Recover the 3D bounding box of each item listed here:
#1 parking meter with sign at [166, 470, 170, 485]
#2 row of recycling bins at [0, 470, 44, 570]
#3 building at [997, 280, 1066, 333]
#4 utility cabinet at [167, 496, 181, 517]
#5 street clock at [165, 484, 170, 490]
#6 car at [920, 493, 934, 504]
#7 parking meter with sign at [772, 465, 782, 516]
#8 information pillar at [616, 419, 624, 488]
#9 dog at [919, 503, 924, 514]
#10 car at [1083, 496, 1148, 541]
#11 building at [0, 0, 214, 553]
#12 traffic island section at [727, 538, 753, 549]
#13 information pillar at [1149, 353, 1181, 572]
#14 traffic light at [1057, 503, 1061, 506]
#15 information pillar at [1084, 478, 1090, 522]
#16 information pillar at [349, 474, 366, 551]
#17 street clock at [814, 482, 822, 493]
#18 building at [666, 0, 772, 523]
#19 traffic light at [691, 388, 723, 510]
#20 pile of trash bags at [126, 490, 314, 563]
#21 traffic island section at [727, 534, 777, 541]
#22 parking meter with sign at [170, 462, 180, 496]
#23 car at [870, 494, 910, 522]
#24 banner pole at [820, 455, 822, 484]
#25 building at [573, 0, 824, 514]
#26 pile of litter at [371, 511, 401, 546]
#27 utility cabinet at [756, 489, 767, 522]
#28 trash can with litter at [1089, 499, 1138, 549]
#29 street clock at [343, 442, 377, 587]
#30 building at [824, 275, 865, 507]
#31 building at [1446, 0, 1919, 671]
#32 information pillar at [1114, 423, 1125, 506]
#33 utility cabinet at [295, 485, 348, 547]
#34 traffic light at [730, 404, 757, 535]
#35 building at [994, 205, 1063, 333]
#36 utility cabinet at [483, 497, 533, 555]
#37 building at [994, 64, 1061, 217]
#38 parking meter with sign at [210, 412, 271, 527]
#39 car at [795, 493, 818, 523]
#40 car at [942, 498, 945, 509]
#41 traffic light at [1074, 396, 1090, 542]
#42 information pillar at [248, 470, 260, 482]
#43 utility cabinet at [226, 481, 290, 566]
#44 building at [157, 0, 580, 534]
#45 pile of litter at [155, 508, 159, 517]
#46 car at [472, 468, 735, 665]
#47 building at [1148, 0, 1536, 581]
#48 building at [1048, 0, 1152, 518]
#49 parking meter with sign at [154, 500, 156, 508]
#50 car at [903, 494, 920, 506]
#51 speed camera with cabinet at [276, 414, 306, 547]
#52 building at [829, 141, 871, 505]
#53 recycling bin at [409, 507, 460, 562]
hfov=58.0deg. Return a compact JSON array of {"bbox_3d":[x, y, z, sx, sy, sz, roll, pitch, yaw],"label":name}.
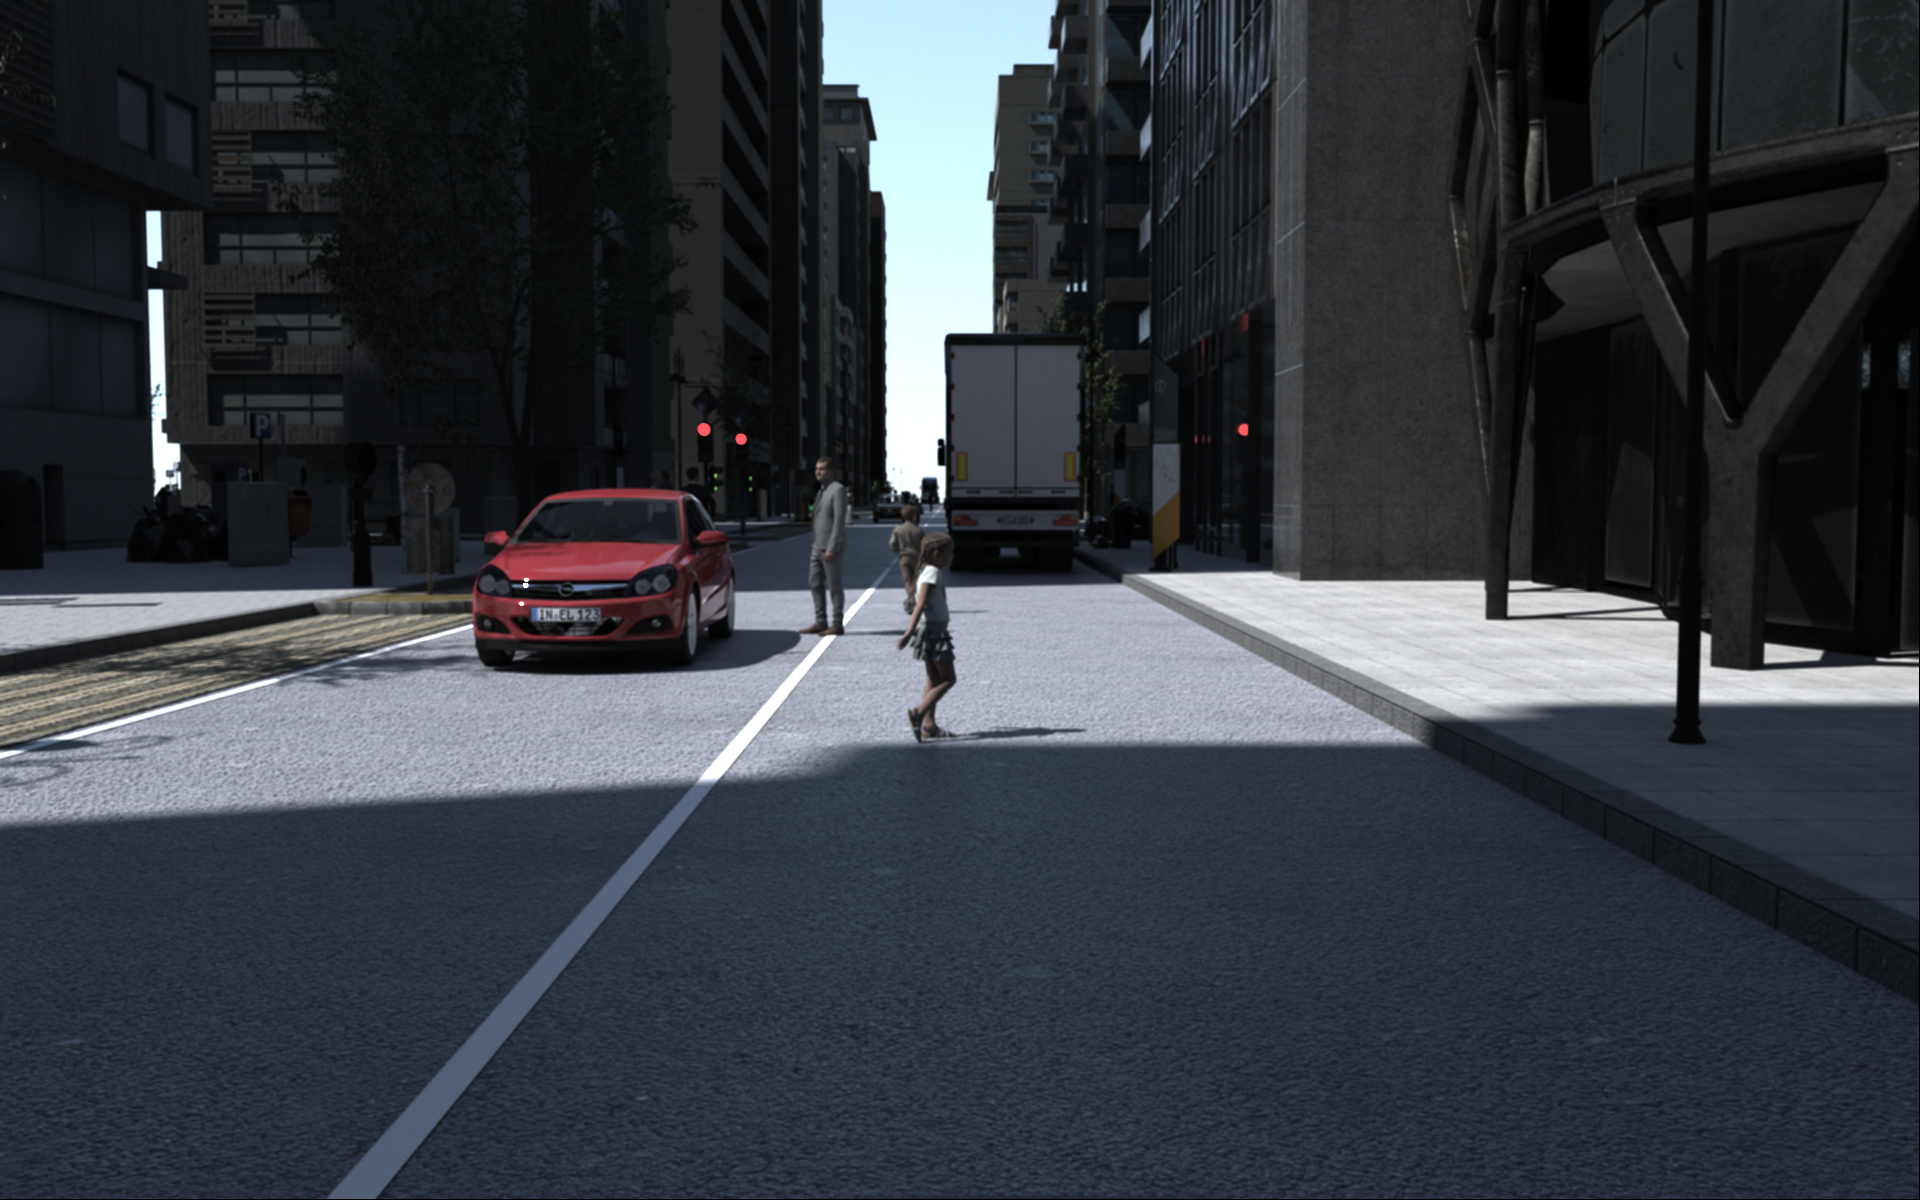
[{"bbox_3d":[-56.143,-7.793,123.676,0.543,3.016,1.738,-3,5,-39],"label":"parking meter with sign"},{"bbox_3d":[-16.916,-1.306,28.474,1.069,1.692,3.534,2,4,29],"label":"row of recycling bins"},{"bbox_3d":[17.491,-18.909,154.203,27.650,21.520,28.899,0,4,0],"label":"building"},{"bbox_3d":[-33.519,-3.876,74.535,1.020,1.237,0.306,-1,4,-10],"label":"utility cabinet"},{"bbox_3d":[-58.055,-7.486,126.965,0.358,2.002,0.471,0,4,6],"label":"street clock"},{"bbox_3d":[-4.603,-14.315,243.087,2.155,1.783,4.494,0,4,0],"label":"car"},{"bbox_3d":[-10.795,-6.469,102.030,0.543,3.016,1.738,-1,4,-14],"label":"parking meter with sign"},{"bbox_3d":[-10.496,-3.786,53.257,0.183,3.616,0.504,1,4,15],"label":"information pillar"},{"bbox_3d":[-2.656,-6.523,123.479,0.800,0.831,0.513,-3,5,-40],"label":"dog"},{"bbox_3d":[5.681,-2.470,50.172,4.222,1.686,2.009,0,4,-1],"label":"car"},{"bbox_3d":[-32.333,-26.997,30.642,27.495,52.752,28.713,0,4,0],"label":"building"},{"bbox_3d":[-6.759,-1.455,46.063,2.009,0.180,2.903,0,4,0],"label":"traffic island section"},{"bbox_3d":[3.402,-2.281,28.649,0.504,3.616,0.183,3,4,36],"label":"information pillar"},{"bbox_3d":[3.058,-3.979,53.971,0.839,4.253,0.868,0,4,0],"label":"traffic light"},{"bbox_3d":[5.944,-4.640,80.358,0.304,2.012,0.304,-1,4,-11],"label":"information pillar"},{"bbox_3d":[-13.502,-2.099,38.815,0.304,2.012,0.304,-2,4,-30],"label":"information pillar"},{"bbox_3d":[-8.674,-6.186,105.705,0.471,2.002,0.358,-2,4,-30],"label":"street clock"},{"bbox_3d":[-21.223,-28.276,86.022,21.300,48.544,21.600,0,4,0],"label":"building"},{"bbox_3d":[-6.719,-3.487,45.929,0.839,4.253,0.868,0,4,0],"label":"traffic light"},{"bbox_3d":[-14.190,-1.461,33.640,1.912,1.369,3.447,3,4,39],"label":"pile of trash bags"},{"bbox_3d":[-6.793,-1.943,54.048,2.009,0.180,2.903,0,4,0],"label":"traffic island section"},{"bbox_3d":[-41.713,-5.977,93.985,0.543,3.016,1.738,2,4,33],"label":"parking meter with sign"},{"bbox_3d":[-3.568,-4.798,88.678,2.015,1.641,3.980,0,4,-1],"label":"car"},{"bbox_3d":[-8.746,-7.361,110.369,0.401,3.779,0.863,1,4,18],"label":"banner pole"},{"bbox_3d":[-16.397,-26.288,113.399,14.154,41.232,14.086,0,4,0],"label":"building"},{"bbox_3d":[-14.292,-1.785,43.144,1.176,0.858,1.719,-2,4,-30],"label":"pile of litter"},{"bbox_3d":[-9.006,-4.286,78.752,0.318,1.500,1.173,-1,4,-16],"label":"utility cabinet"},{"bbox_3d":[3.620,-1.801,40.836,1.055,1.170,0.624,-1,4,-22],"label":"trash can with litter"},{"bbox_3d":[-8.301,-1.189,24.016,0.358,2.002,0.471,1,4,13],"label":"street clock"},{"bbox_3d":[-24.178,-20.120,173.996,27.650,21.520,28.899,0,4,0],"label":"building"},{"bbox_3d":[13.487,-9.100,16.245,16.820,18.784,16.811,0,4,0],"label":"building"},{"bbox_3d":[5.283,-4.031,57.265,0.504,3.616,0.183,-3,5,-43],"label":"information pillar"},{"bbox_3d":[-15.393,-2.024,41.766,1.173,1.500,0.318,1,4,10],"label":"utility cabinet"},{"bbox_3d":[-6.753,-3.975,53.914,0.839,4.253,0.868,0,4,0],"label":"traffic light"},{"bbox_3d":[10.395,-24.689,175.363,14.160,30.474,14.107,0,4,0],"label":"building"},{"bbox_3d":[-9.663,-1.586,37.095,1.020,1.237,0.306,-3,5,-44],"label":"utility cabinet"},{"bbox_3d":[14.638,-34.798,192.650,21.300,48.544,21.600,0,4,0],"label":"building"},{"bbox_3d":[-15.802,-2.523,37.505,1.738,3.016,0.543,1,4,18],"label":"parking meter with sign"},{"bbox_3d":[-6.600,-4.367,80.194,1.959,1.807,4.718,0,4,1],"label":"car"},{"bbox_3d":[-0.689,-9.519,165.423,2.009,1.686,4.222,0,3,0],"label":"car"},{"bbox_3d":[3.092,-3.490,45.986,0.839,4.253,0.868,0,4,0],"label":"traffic light"},{"bbox_3d":[-22.029,-3.031,54.056,0.304,2.012,0.304,-3,5,-45],"label":"information pillar"},{"bbox_3d":[-12.496,-1.358,30.878,0.318,1.500,1.173,1,4,21],"label":"utility cabinet"},{"bbox_3d":[-18.247,-23.050,60.463,14.154,41.232,14.086,0,4,0],"label":"building"},{"bbox_3d":[-29.506,-3.054,63.899,1.176,0.858,1.719,1,4,17],"label":"pile of litter"},{"bbox_3d":[-3.145,-0.416,15.845,2.155,1.783,4.494,0,4,-1],"label":"car"},{"bbox_3d":[10.978,-13.254,34.728,12.078,24.808,19.932,0,4,0],"label":"building"},{"bbox_3d":[16.410,-29.150,96.212,23.786,49.044,30.456,0,4,0],"label":"building"},{"bbox_3d":[-53.532,-7.183,113.695,0.543,3.016,1.738,1,4,19],"label":"parking meter with sign"},{"bbox_3d":[-4.526,-8.895,155.215,2.009,1.686,4.222,0,4,1],"label":"car"},{"bbox_3d":[-16.502,-2.940,42.405,0.660,3.252,2.038,-1,4,-10],"label":"speed camera with cabinet"},{"bbox_3d":[-17.505,-31.271,194.875,14.154,41.232,14.086,0,4,0],"label":"building"},{"bbox_3d":[-9.892,-1.222,32.530,0.722,1.027,0.722,3,5,40],"label":"recycling bin"}]
